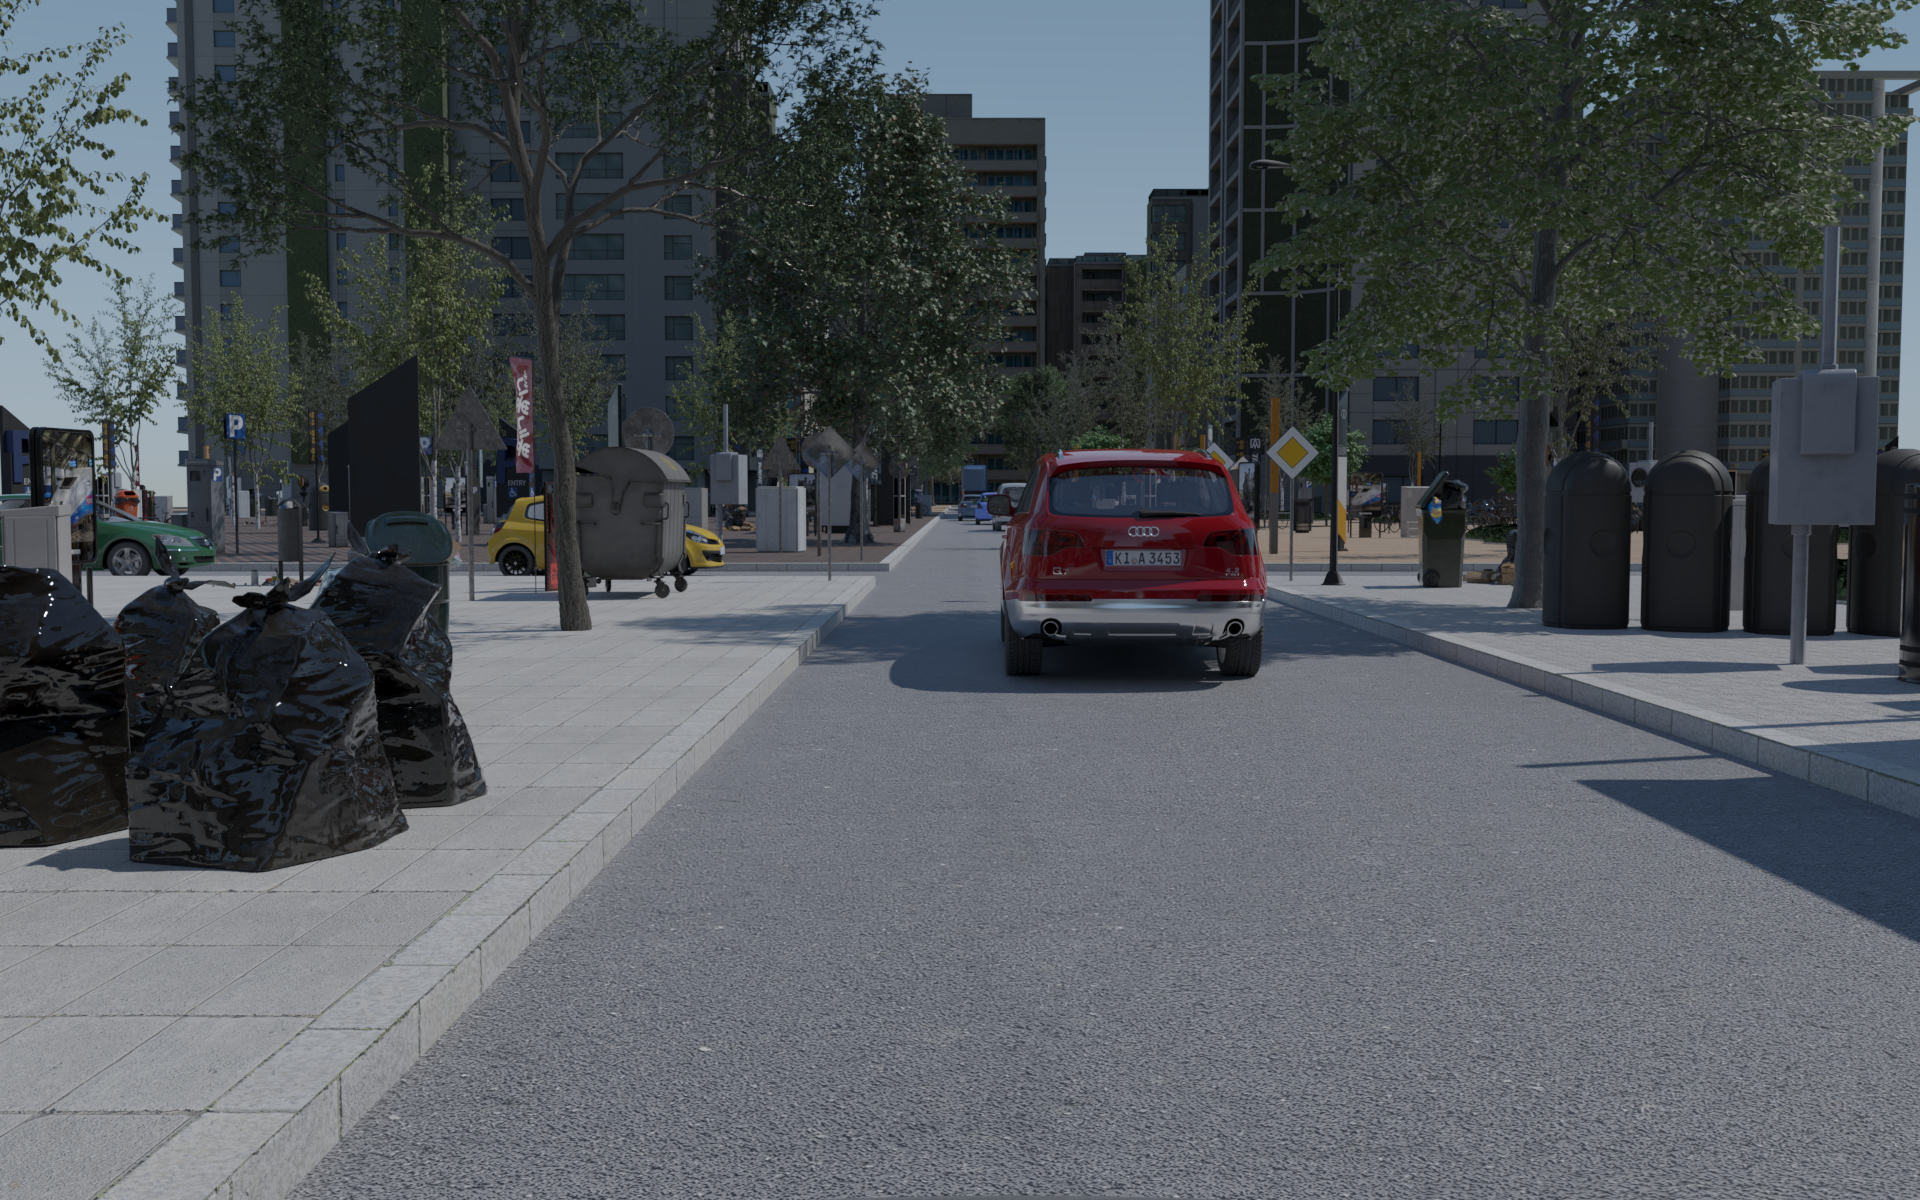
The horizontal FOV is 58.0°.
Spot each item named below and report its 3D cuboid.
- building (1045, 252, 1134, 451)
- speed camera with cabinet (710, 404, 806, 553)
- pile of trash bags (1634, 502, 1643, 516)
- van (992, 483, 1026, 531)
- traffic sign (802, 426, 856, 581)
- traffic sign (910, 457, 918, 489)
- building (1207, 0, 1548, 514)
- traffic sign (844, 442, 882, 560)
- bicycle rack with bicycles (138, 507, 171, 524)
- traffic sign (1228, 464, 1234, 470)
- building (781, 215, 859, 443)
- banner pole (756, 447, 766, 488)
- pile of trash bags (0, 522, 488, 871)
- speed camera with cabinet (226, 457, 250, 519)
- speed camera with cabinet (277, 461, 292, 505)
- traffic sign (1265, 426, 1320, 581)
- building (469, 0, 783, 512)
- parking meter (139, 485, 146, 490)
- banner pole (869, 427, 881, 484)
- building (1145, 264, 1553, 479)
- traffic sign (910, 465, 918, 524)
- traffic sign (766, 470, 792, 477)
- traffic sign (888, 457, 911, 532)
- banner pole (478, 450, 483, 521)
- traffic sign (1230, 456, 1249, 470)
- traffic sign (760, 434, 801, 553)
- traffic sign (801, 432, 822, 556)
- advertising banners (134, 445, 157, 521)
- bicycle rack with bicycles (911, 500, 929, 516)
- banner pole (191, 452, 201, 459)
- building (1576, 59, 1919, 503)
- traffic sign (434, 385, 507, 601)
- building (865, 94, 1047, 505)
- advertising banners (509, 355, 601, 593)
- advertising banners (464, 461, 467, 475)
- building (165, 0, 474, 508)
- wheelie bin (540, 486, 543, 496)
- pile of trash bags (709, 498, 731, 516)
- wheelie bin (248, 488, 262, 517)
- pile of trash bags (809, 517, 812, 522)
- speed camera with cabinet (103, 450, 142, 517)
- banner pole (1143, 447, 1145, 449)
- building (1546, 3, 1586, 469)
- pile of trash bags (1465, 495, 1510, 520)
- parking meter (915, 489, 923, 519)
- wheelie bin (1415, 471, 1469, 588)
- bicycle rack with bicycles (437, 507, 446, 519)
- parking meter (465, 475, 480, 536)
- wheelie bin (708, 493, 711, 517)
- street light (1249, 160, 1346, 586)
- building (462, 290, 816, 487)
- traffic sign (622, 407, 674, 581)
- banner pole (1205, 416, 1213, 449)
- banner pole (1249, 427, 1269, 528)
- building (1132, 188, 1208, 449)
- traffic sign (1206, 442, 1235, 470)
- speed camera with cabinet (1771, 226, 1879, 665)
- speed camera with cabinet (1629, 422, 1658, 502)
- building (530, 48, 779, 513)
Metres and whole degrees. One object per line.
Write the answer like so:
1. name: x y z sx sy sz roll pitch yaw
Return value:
1. building: 17.323 -26.802 209.911 14.107 30.474 14.160 0 4 0
2. speed camera with cabinet: -4.455 -2.686 38.259 2.038 3.252 0.660 1 4 14
3. pile of trash bags: 30.993 -4.107 76.896 1.912 1.369 3.447 1 4 12
4. van: 2.141 -3.721 67.848 2.013 2.044 4.112 0 4 -1
5. traffic sign: -1.920 -1.337 25.500 0.795 2.450 0.064 0 4 0
6. traffic sign: -3.329 -5.981 91.658 2.265 3.308 0.079 0 4 3
7. building: 26.457 -41.567 117.880 20.563 71.187 20.611 0 4 0
8. traffic sign: -1.902 -1.825 33.485 0.795 2.450 0.064 0 4 0
9. bicycle rack with bicycles: -23.990 -2.182 49.051 2.925 0.926 2.852 2 4 29
10. traffic sign: 8.905 -3.410 57.878 0.606 2.300 0.079 0 4 5
11. building: -23.318 -32.233 218.894 23.993 40.220 32.217 0 4 0
12. banner pole: -9.353 -5.620 81.901 0.401 3.779 0.863 2 4 33
13. pile of trash bags: -3.648 0.161 7.116 3.447 1.369 1.912 1 4 18
14. speed camera with cabinet: -38.211 -5.952 91.658 0.660 3.252 2.038 -3 4 -39
15. speed camera with cabinet: -40.995 -6.769 105.006 0.660 3.252 2.038 -2 4 -30
16. traffic sign: 4.874 -1.335 25.464 0.795 2.450 0.064 0 4 0
17. building: -24.371 -42.440 132.138 20.563 71.187 20.611 0 4 0
18. parking meter: -50.677 -6.220 107.406 0.255 1.863 0.399 0 4 -5
19. banner pole: -2.832 -3.960 54.758 0.863 3.779 0.401 -2 4 -35
20. building: 30.798 -18.316 144.503 27.650 21.520 28.899 0 4 0
21. traffic sign: -2.186 -4.588 75.127 0.768 2.556 0.104 0 4 5
22. traffic sign: -5.714 -3.364 54.997 0.884 2.594 0.081 0 4 1
23. traffic sign: -2.019 -3.531 57.834 0.768 2.556 0.104 1 4 9
24. banner pole: -22.563 -5.595 81.492 0.401 3.779 0.863 -2 4 -30
25. traffic sign: 8.580 -3.144 52.586 0.795 2.450 0.064 0 4 4
26. traffic sign: -3.906 -2.304 37.670 0.884 2.594 0.081 0 4 3
27. traffic sign: -2.904 -2.176 35.676 0.768 2.556 0.104 1 4 8
28. advertising banners: -29.666 -4.088 63.020 0.090 3.025 2.074 0 4 -7
29. bicycle rack with bicycles: -3.304 -5.491 103.155 2.925 0.926 2.852 0 4 -2
30. banner pole: -45.022 -6.856 102.113 0.401 3.779 0.863 2 4 27
31. building: 68.799 -28.477 157.480 23.993 40.220 32.217 0 4 0
32. traffic sign: -5.870 -1.269 20.755 0.884 2.594 0.081 0 4 2
33. building: -0.533 -36.066 213.374 21.600 48.544 21.300 0 4 0
34. advertising banners: -5.341 -1.633 22.891 0.090 3.025 2.074 1 4 20
35. advertising banners: -25.705 -5.815 91.265 0.090 3.025 2.074 -3 4 -36
36. building: -57.240 -37.947 162.435 28.212 58.520 21.231 0 4 0
37. wheelie bin: -16.082 -3.676 68.012 0.980 1.594 0.693 -2 4 -26
38. pile of trash bags: -15.328 -5.990 107.683 3.447 1.369 1.912 -3 5 -43
39. wheelie bin: -39.636 -5.466 97.277 0.693 1.594 0.980 2 4 24
40. pile of trash bags: -6.757 -4.269 79.555 1.912 1.369 3.447 0 4 0
41. speed camera with cabinet: -35.360 -4.811 72.996 0.660 3.252 2.038 0 4 7
42. banner pole: 9.913 -6.214 91.620 0.863 3.779 0.401 -2 4 -31
43. building: 46.014 -32.923 161.996 21.600 48.544 21.300 0 4 0
44. pile of trash bags: 25.708 -4.461 82.695 3.447 1.369 1.912 0 4 -6
45. parking meter: -2.140 -5.014 90.388 0.372 1.533 0.369 0 3 0
46. wheelie bin: 6.681 -0.984 23.990 0.693 1.594 0.980 1 4 8
47. bicycle rack with bicycles: -27.910 -4.664 89.645 2.925 0.926 2.852 2 4 26
48. parking meter: -15.086 -2.929 53.603 0.255 1.863 0.399 2 4 30
49. wheelie bin: -14.418 -5.464 97.241 0.980 1.594 0.693 -3 4 -38
50. street light: 4.723 -3.163 24.251 1.470 5.913 1.316 0 4 0
51. building: -27.652 -19.295 160.506 28.899 21.520 27.650 0 4 0
52. traffic sign: -4.568 -1.546 25.381 0.768 2.556 0.104 0 4 2
53. banner pole: 7.876 -3.966 54.861 0.401 3.779 0.863 2 4 24
54. banner pole: 11.250 -4.594 65.131 0.863 3.779 0.401 1 4 20
55. building: 24.640 -24.120 166.057 14.160 30.474 14.107 0 4 0
56. traffic sign: 4.893 -1.823 33.449 0.795 2.450 0.064 0 4 0
57. speed camera with cabinet: 7.171 -1.134 12.877 2.038 3.252 0.660 1 4 19
58. speed camera with cabinet: 18.494 -3.296 48.220 0.660 3.252 2.038 -2 4 -31
59. building: -19.921 -21.061 116.043 14.160 30.474 14.107 0 4 0
